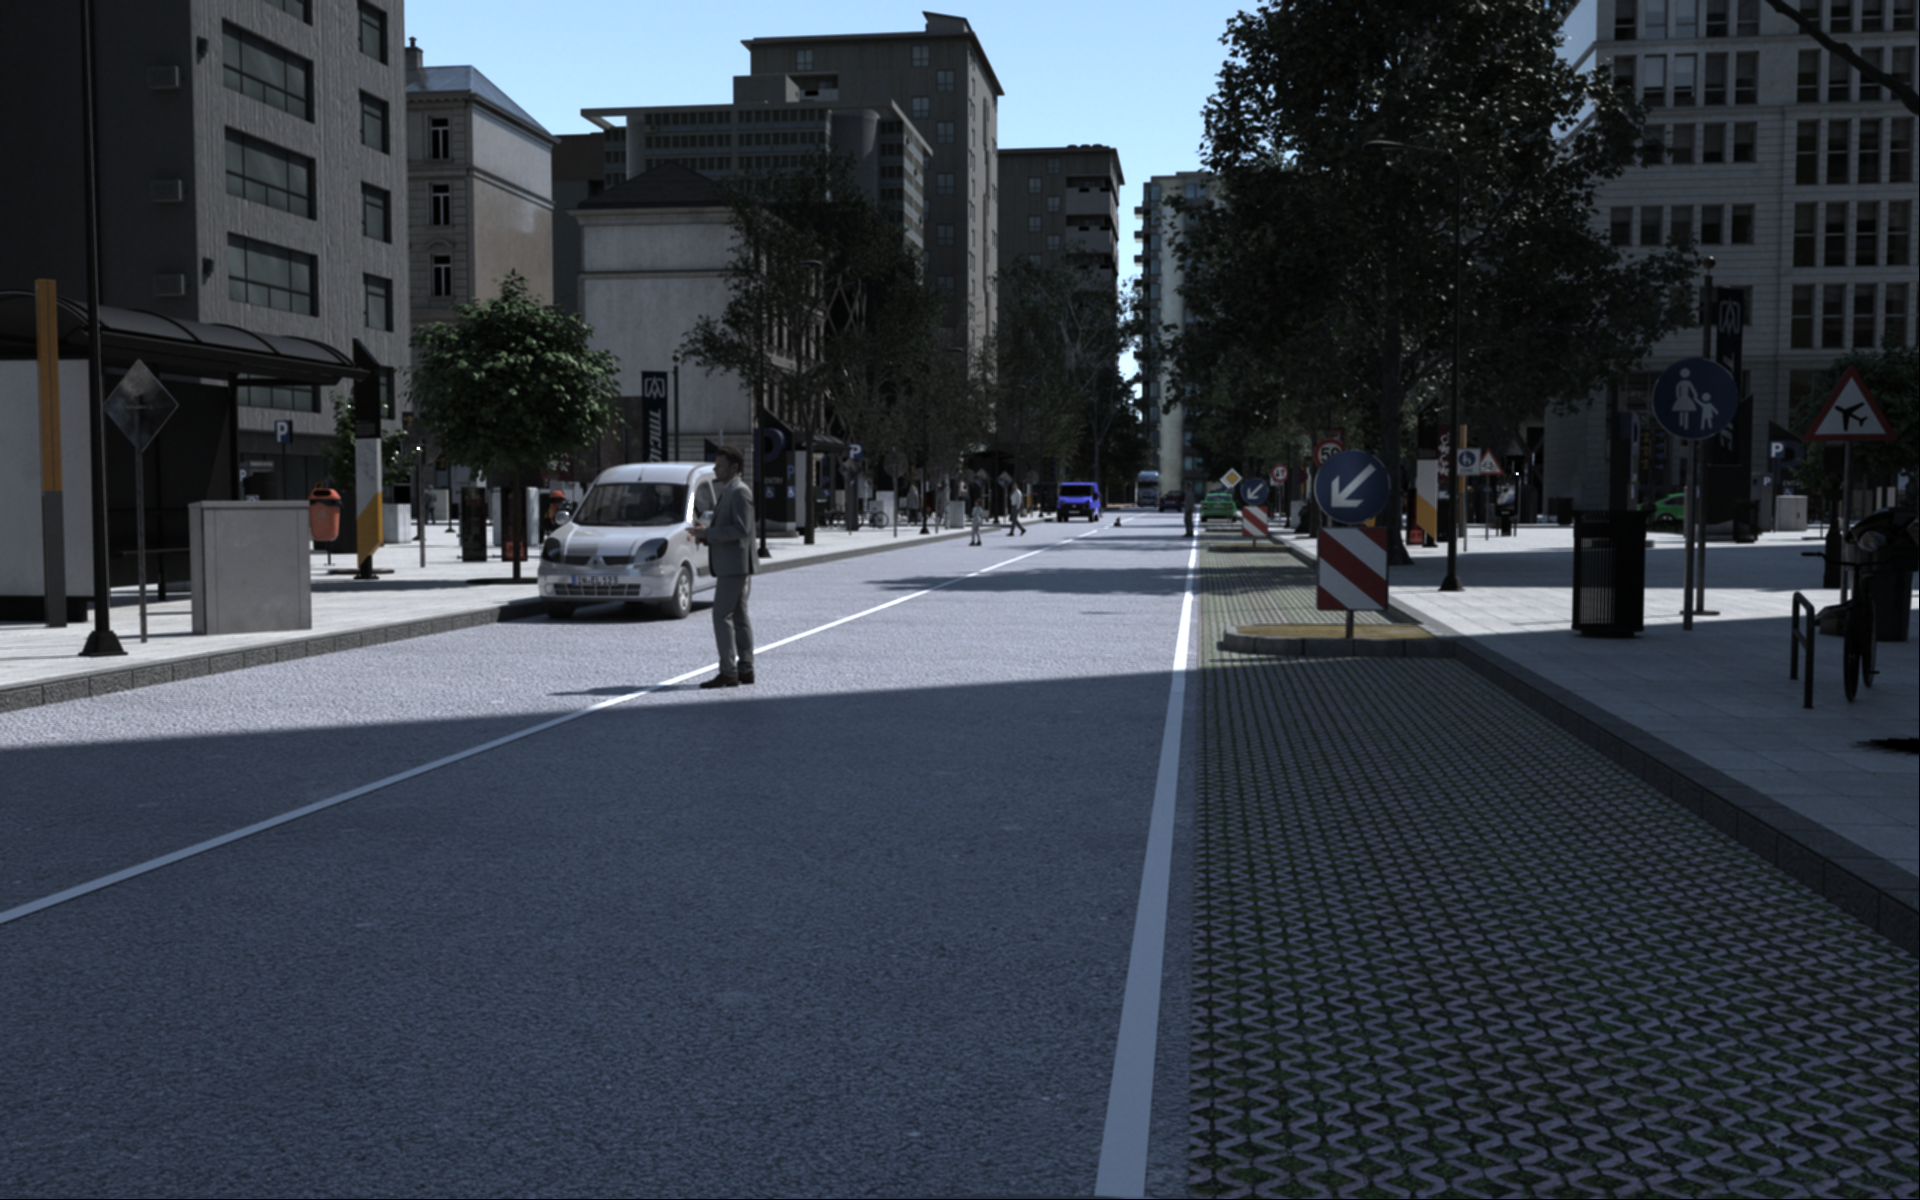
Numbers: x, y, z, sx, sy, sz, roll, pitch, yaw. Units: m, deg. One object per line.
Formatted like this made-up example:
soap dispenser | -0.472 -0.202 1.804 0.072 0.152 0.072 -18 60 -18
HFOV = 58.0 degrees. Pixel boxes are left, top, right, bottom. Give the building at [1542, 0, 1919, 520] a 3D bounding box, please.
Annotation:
building | 46.123 -18.970 87.651 29.804 29.767 11.434 0 4 8

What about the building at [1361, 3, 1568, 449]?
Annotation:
building | 53.432 -52.672 173.863 22.319 86.520 31.000 0 4 8

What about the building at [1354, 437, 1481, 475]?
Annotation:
building | 52.436 -33.521 198.180 14.600 45.320 14.200 0 4 8

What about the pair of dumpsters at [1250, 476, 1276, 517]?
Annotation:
pair of dumpsters | 16.623 -5.683 95.406 1.574 2.255 4.437 0 4 8

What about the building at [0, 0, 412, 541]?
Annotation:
building | -23.601 -16.863 47.413 14.107 30.474 14.160 0 4 8

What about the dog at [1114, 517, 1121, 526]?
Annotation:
dog | 7.093 -3.488 77.216 0.550 0.427 0.748 2 4 27

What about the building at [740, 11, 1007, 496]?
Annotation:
building | -10.120 -37.339 199.723 27.495 52.752 28.713 0 4 8

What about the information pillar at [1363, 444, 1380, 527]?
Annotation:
information pillar | 10.262 -3.151 42.875 0.504 3.616 0.183 0 4 -2

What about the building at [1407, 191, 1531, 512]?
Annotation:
building | 42.220 -19.358 134.528 12.078 24.808 19.932 0 4 8

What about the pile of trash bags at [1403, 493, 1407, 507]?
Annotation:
pile of trash bags | 29.774 -6.142 110.166 3.447 1.369 1.912 -1 4 -14

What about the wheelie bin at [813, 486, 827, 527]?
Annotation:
wheelie bin | -5.628 -3.626 67.197 0.693 1.594 0.980 3 5 41

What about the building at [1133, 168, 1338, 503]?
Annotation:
building | 41.009 -38.871 255.154 30.456 49.044 23.786 0 4 8

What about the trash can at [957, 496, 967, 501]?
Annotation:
trash can | 0.211 -5.935 108.683 0.748 1.137 0.748 0 3 0

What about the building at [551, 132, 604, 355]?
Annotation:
building | -45.233 -34.323 211.292 14.200 45.320 14.600 0 4 8

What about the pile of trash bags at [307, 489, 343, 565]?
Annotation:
pile of trash bags | -12.745 -1.288 30.817 3.447 1.369 1.912 0 4 -6

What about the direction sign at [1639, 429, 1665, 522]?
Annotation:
direction sign | 24.129 -4.188 60.463 0.876 3.537 0.379 0 4 -3

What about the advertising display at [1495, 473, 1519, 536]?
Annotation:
advertising display | 16.689 -2.915 52.866 0.123 1.923 0.974 -1 4 -20

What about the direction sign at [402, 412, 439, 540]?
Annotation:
direction sign | -15.021 -3.423 47.968 0.379 3.537 0.876 3 5 40

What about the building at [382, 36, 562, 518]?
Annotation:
building | -37.096 -18.496 99.669 25.104 27.353 12.463 0 4 8

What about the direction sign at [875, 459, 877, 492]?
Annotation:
direction sign | -4.738 -6.475 97.861 0.379 3.537 0.876 -1 4 -10

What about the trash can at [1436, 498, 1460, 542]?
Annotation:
trash can | 13.416 -2.263 48.658 0.748 1.137 0.748 0 3 0

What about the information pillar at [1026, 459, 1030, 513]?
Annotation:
information pillar | 4.497 -7.534 114.530 0.183 3.616 0.504 -2 4 -27

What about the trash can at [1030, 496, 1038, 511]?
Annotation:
trash can | 5.515 -7.229 129.854 0.748 1.137 0.748 0 3 0

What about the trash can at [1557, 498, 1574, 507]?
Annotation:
trash can | 24.869 -3.641 71.188 0.748 1.137 0.748 0 3 0

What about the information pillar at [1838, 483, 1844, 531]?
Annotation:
information pillar | 30.769 -3.413 60.290 0.304 2.012 0.304 1 4 12

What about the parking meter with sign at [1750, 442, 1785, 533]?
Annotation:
parking meter with sign | 27.093 -3.806 58.482 0.543 3.016 1.738 0 4 -3

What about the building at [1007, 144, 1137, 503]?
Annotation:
building | 12.507 -41.064 260.639 27.495 52.752 28.713 0 4 8

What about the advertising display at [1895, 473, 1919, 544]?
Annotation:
advertising display | 20.008 -1.900 36.271 0.123 1.923 0.974 -1 4 -16

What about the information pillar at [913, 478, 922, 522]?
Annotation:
information pillar | -1.946 -4.580 79.380 0.304 2.012 0.304 -1 4 -22

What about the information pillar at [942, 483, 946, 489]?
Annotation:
information pillar | -1.514 -8.882 149.715 0.304 2.012 0.304 1 4 22

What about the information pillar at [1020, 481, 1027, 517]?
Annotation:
information pillar | 3.522 -5.613 96.267 0.304 2.012 0.304 3 5 43

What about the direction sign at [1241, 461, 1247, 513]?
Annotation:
direction sign | 19.549 -7.772 119.066 0.379 3.537 0.876 2 4 28

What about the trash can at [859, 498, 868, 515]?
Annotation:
trash can | -5.943 -5.783 106.205 0.748 1.137 0.748 0 3 0

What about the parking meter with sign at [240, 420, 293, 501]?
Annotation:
parking meter with sign | -16.391 -2.690 40.240 0.543 3.016 1.738 2 4 32

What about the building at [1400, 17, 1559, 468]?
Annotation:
building | 45.688 -28.736 153.424 14.154 41.232 14.086 0 4 8

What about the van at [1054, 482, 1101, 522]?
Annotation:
van | 6.129 -5.209 89.557 2.240 2.365 5.245 1 4 9

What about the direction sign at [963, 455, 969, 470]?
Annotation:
direction sign | 0.632 -6.640 100.554 0.876 3.537 0.379 1 4 13

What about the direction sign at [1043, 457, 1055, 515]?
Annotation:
direction sign | 5.450 -6.967 105.903 0.876 3.537 0.379 3 5 41

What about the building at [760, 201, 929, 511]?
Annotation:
building | -9.832 -18.976 139.929 12.332 23.373 15.834 0 4 8

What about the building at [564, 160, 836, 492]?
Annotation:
building | -14.319 -14.421 100.408 10.561 19.102 19.286 0 4 8

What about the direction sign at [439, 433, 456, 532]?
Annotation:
direction sign | -17.085 -4.034 57.948 0.876 3.537 0.379 0 4 -7

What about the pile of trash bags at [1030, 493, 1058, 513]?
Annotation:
pile of trash bags | 7.097 -7.528 132.837 3.447 1.369 1.912 1 4 11

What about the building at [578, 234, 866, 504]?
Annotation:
building | -15.107 -15.368 118.714 16.820 18.784 16.811 0 4 8

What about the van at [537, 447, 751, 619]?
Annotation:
van | -3.783 -0.872 21.267 2.013 2.044 4.112 0 4 8

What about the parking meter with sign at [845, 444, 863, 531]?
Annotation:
parking meter with sign | -3.782 -3.944 60.746 0.543 3.016 1.738 -1 4 -11

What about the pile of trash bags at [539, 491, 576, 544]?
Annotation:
pile of trash bags | -10.873 -2.210 45.878 1.912 1.369 3.447 0 4 -6

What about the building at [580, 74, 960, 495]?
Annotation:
building | -16.552 -28.924 164.793 32.217 40.220 23.993 0 4 8

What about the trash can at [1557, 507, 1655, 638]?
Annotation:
trash can | 5.835 -0.240 15.578 0.748 1.137 0.748 0 3 0

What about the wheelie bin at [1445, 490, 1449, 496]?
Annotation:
wheelie bin | 24.768 -4.835 86.960 0.980 1.594 0.693 -3 5 -41

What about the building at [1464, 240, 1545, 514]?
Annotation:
building | 42.301 -15.179 115.626 16.820 18.784 16.811 0 4 8

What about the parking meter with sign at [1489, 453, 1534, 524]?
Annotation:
parking meter with sign | 23.327 -4.711 73.281 1.738 3.016 0.543 2 4 26

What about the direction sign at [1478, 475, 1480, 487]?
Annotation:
direction sign | 29.993 -6.613 100.123 0.379 3.537 0.876 1 4 13

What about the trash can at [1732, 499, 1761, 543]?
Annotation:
trash can | 20.618 -2.067 45.452 0.748 1.137 0.748 0 3 0

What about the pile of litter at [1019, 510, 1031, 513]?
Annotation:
pile of litter | 4.243 -6.297 116.925 1.176 0.858 1.719 -3 5 -43

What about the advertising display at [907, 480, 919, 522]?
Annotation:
advertising display | -2.127 -4.489 78.613 0.123 1.923 0.974 2 4 23

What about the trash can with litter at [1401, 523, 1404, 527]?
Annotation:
trash can with litter | 15.986 -3.246 64.462 1.055 1.170 0.624 1 4 21

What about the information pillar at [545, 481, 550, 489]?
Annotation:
information pillar | -22.427 -5.506 94.514 0.304 2.012 0.304 1 4 17

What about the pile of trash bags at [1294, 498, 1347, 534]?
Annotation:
pile of trash bags | 12.115 -2.795 55.446 1.912 1.369 3.447 -1 4 -13
